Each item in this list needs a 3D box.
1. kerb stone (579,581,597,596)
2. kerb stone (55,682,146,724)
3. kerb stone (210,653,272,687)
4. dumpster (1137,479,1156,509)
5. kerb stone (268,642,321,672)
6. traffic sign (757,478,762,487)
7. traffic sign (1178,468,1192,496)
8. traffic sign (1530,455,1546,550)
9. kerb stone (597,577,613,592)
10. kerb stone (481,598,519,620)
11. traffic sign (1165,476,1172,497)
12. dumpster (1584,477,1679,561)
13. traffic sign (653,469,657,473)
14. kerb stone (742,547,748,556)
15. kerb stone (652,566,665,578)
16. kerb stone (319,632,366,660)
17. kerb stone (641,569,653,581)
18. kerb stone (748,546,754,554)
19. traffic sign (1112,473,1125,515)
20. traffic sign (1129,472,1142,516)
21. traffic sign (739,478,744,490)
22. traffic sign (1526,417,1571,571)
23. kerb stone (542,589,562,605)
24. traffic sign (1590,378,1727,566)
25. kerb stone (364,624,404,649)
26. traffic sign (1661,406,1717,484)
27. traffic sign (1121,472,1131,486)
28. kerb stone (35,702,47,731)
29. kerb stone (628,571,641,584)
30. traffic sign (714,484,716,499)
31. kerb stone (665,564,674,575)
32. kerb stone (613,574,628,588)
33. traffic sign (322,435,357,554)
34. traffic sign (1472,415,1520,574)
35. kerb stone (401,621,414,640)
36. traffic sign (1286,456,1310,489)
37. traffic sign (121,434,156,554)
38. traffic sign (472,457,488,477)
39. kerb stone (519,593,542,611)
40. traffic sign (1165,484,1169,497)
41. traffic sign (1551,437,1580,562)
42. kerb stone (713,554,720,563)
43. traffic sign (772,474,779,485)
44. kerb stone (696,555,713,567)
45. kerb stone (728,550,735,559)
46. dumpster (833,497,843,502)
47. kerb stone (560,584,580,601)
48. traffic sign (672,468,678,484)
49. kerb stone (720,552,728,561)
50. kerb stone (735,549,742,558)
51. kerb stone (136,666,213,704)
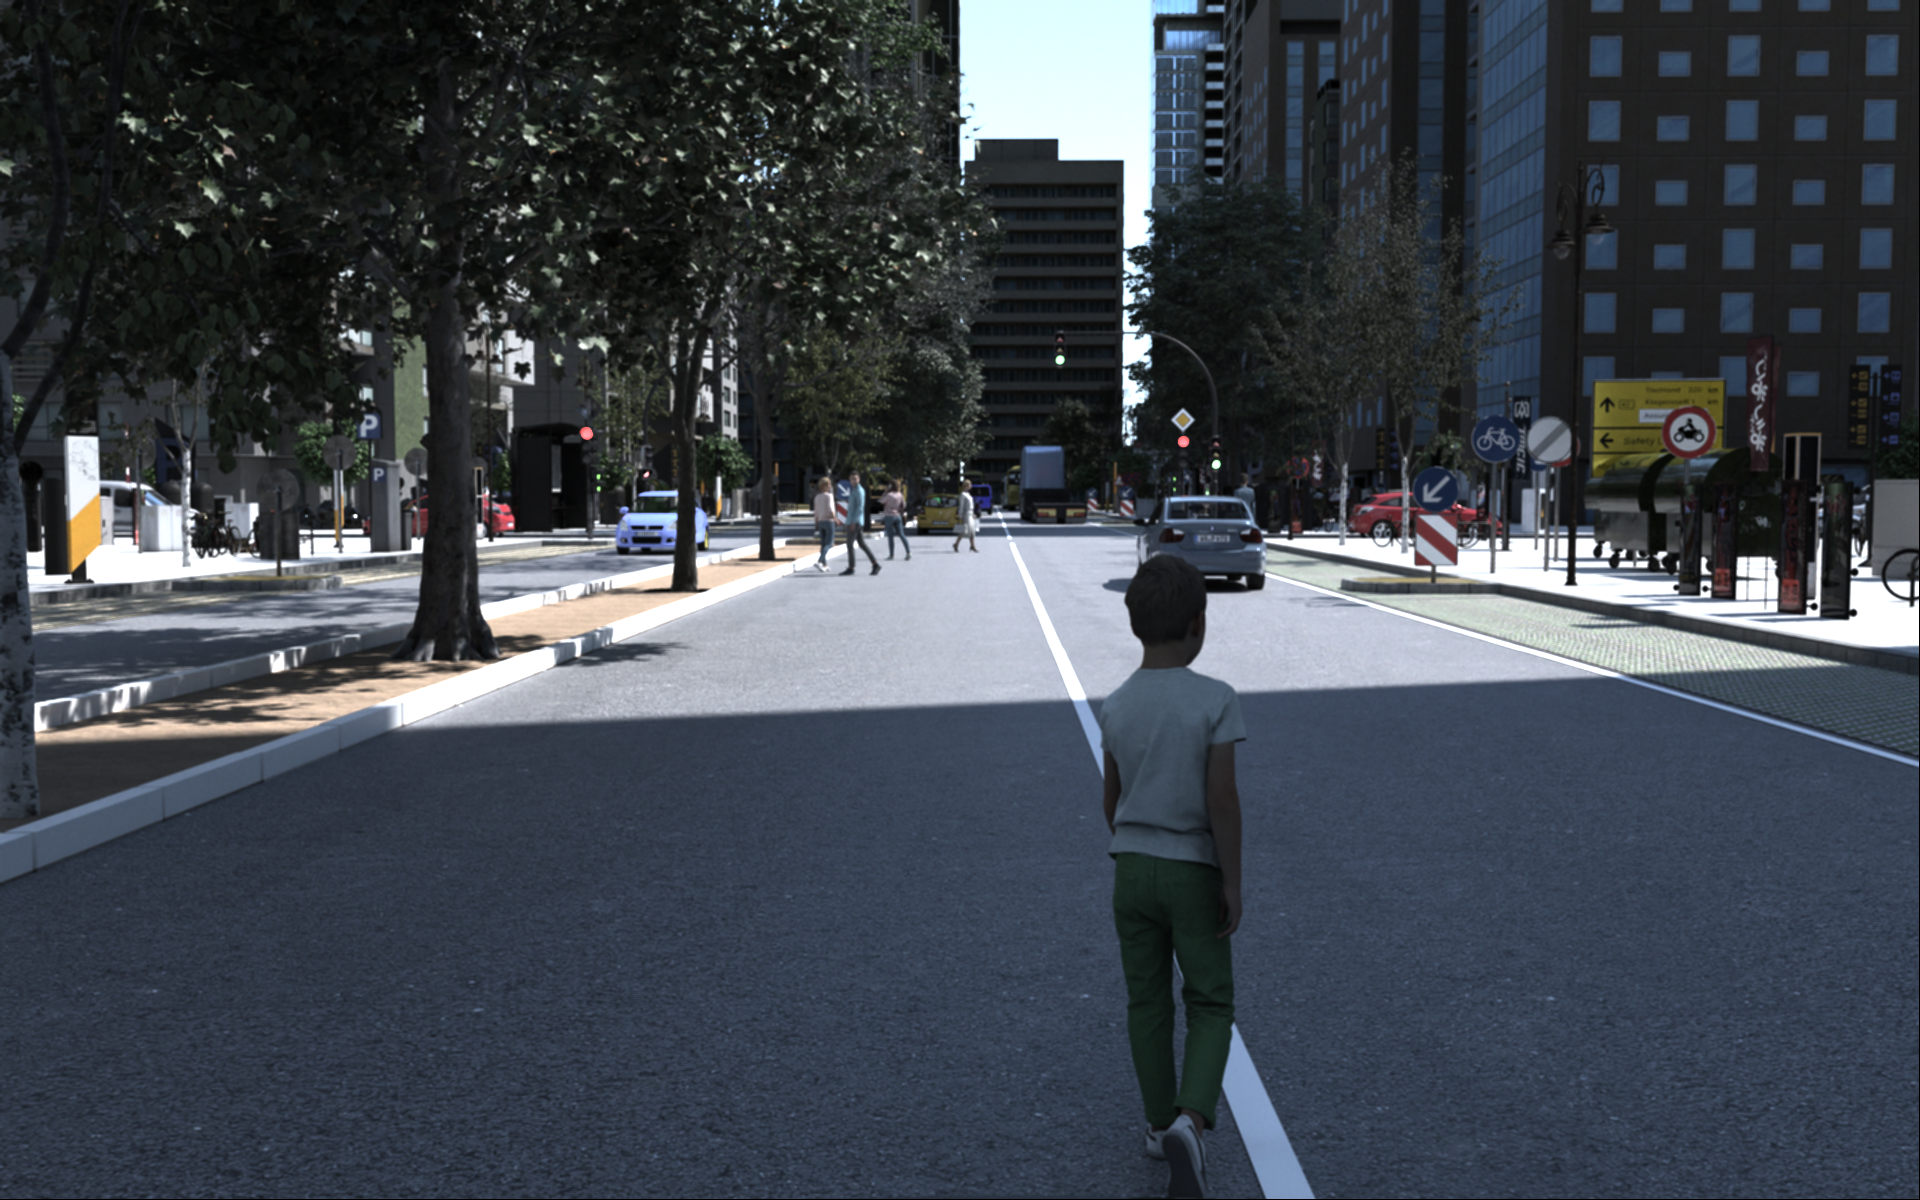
[{"bbox_3d":[-5.354,-0.143,24.534,0.120,0.150,1.000,0,4,1],"label":"kerb stone"},{"bbox_3d":[-5.585,0.673,11.196,0.120,0.150,1.000,0,4,1],"label":"kerb stone"},{"bbox_3d":[-5.546,0.548,13.239,0.120,0.150,1.000,0,4,1],"label":"kerb stone"},{"bbox_3d":[11.875,-6.546,109.523,1.502,2.255,1.985,0,4,1],"label":"dumpster"},{"bbox_3d":[-5.536,0.485,14.264,0.120,0.150,1.000,0,4,1],"label":"kerb stone"},{"bbox_3d":[-14.242,-7.642,124.943,0.884,2.594,0.081,0,4,2],"label":"traffic sign"},{"bbox_3d":[10.880,-5.140,84.143,0.768,2.556,0.104,1,4,8],"label":"traffic sign"},{"bbox_3d":[13.176,-2.411,39.525,0.768,2.556,0.104,0,4,2],"label":"traffic sign"},{"bbox_3d":[-5.326,-0.204,25.556,0.120,0.150,1.000,0,4,1],"label":"kerb stone"},{"bbox_3d":[-5.422,0.109,20.407,0.120,0.150,1.000,0,4,1],"label":"kerb stone"},{"bbox_3d":[12.973,-6.529,106.854,0.768,2.556,0.104,0,4,1],"label":"traffic sign"},{"bbox_3d":[13.352,-1.932,34.089,1.502,2.255,1.985,0,4,1],"label":"dumpster"},{"bbox_3d":[-14.818,-5.046,82.613,0.768,2.556,0.104,0,4,6],"label":"traffic sign"},{"bbox_3d":[-5.074,-1.084,39.922,0.120,0.150,1.000,0,4,1],"label":"kerb stone"},{"bbox_3d":[-5.256,-0.457,29.659,0.120,0.150,1.000,0,4,1],"label":"kerb stone"},{"bbox_3d":[-5.513,0.422,15.294,0.120,0.150,1.000,0,4,1],"label":"kerb stone"},{"bbox_3d":[-5.274,-0.389,28.638,0.120,0.150,1.000,0,4,1],"label":"kerb stone"},{"bbox_3d":[-5.049,-1.147,40.946,0.120,0.150,1.000,0,4,1],"label":"kerb stone"},{"bbox_3d":[9.966,-6.632,108.432,0.884,2.594,0.081,1,4,9],"label":"traffic sign"},{"bbox_3d":[10.165,-6.112,100.036,0.768,2.556,0.104,1,4,11],"label":"traffic sign"},{"bbox_3d":[-14.224,-6.709,111.829,0.606,2.300,0.079,0,4,5],"label":"traffic sign"},{"bbox_3d":[9.725,-1.746,28.651,0.768,2.556,0.104,0,4,6],"label":"traffic sign"},{"bbox_3d":[-5.386,-0.013,22.467,0.120,0.150,1.000,0,4,1],"label":"kerb stone"},{"bbox_3d":[12.279,-2.242,30.537,2.265,3.308,0.079,1,4,9],"label":"traffic sign"},{"bbox_3d":[-5.495,0.360,16.315,0.120,0.150,1.000,0,4,1],"label":"kerb stone"},{"bbox_3d":[10.504,-1.525,25.043,0.768,2.556,0.104,0,4,5],"label":"traffic sign"},{"bbox_3d":[9.868,-6.230,101.969,0.768,2.556,0.104,1,4,10],"label":"traffic sign"},{"bbox_3d":[-5.604,0.735,10.174,0.120,0.150,1.000,0,4,1],"label":"kerb stone"},{"bbox_3d":[-5.291,-0.330,27.616,0.120,0.150,1.000,0,4,1],"label":"kerb stone"},{"bbox_3d":[-15.423,-6.672,109.192,0.768,2.556,0.104,0,4,4],"label":"traffic sign"},{"bbox_3d":[-5.236,-0.520,30.691,0.120,0.150,1.000,0,4,1],"label":"kerb stone"},{"bbox_3d":[-5.303,-0.269,26.589,0.120,0.150,1.000,0,4,1],"label":"kerb stone"},{"bbox_3d":[-13.364,-2.275,37.296,0.768,2.556,0.104,0,4,6],"label":"traffic sign"},{"bbox_3d":[8.613,-1.701,27.920,0.768,2.556,0.104,0,4,5],"label":"traffic sign"},{"bbox_3d":[-5.479,0.297,17.337,0.120,0.150,1.000,0,4,1],"label":"kerb stone"},{"bbox_3d":[11.132,-3.488,57.134,0.768,2.556,0.104,0,4,4],"label":"traffic sign"},{"bbox_3d":[-17.541,-2.256,36.987,0.768,2.556,0.104,0,4,4],"label":"traffic sign"},{"bbox_3d":[-16.539,-3.620,59.291,0.768,2.556,0.104,0,4,5],"label":"traffic sign"},{"bbox_3d":[-5.398,0.046,21.436,0.120,0.150,1.000,0,4,1],"label":"kerb stone"},{"bbox_3d":[13.687,-6.950,113.643,0.884,2.594,0.081,0,4,4],"label":"traffic sign"},{"bbox_3d":[11.262,-1.991,32.655,0.768,2.556,0.104,0,4,7],"label":"traffic sign"},{"bbox_3d":[-5.149,-0.832,35.819,0.120,0.150,1.000,0,4,1],"label":"kerb stone"},{"bbox_3d":[-11.895,-6.723,110.020,0.768,2.556,0.104,0,4,3],"label":"traffic sign"},{"bbox_3d":[-5.158,-0.768,34.789,0.120,0.150,1.000,0,4,1],"label":"kerb stone"},{"bbox_3d":[-5.117,-0.959,37.867,0.120,0.150,1.000,0,4,1],"label":"kerb stone"},{"bbox_3d":[-9.057,-6.904,121.090,1.865,1.857,1.264,0,4,2],"label":"dumpster"},{"bbox_3d":[-5.367,-0.080,23.497,0.120,0.150,1.000,0,4,1],"label":"kerb stone"},{"bbox_3d":[-13.719,-5.159,84.450,0.768,2.556,0.104,1,4,10],"label":"traffic sign"},{"bbox_3d":[-5.128,-0.892,36.842,0.120,0.150,1.000,0,4,1],"label":"kerb stone"},{"bbox_3d":[-5.089,-1.020,38.895,0.120,0.150,1.000,0,4,1],"label":"kerb stone"},{"bbox_3d":[-5.572,0.610,12.217,0.120,0.150,1.000,0,4,1],"label":"kerb stone"}]
